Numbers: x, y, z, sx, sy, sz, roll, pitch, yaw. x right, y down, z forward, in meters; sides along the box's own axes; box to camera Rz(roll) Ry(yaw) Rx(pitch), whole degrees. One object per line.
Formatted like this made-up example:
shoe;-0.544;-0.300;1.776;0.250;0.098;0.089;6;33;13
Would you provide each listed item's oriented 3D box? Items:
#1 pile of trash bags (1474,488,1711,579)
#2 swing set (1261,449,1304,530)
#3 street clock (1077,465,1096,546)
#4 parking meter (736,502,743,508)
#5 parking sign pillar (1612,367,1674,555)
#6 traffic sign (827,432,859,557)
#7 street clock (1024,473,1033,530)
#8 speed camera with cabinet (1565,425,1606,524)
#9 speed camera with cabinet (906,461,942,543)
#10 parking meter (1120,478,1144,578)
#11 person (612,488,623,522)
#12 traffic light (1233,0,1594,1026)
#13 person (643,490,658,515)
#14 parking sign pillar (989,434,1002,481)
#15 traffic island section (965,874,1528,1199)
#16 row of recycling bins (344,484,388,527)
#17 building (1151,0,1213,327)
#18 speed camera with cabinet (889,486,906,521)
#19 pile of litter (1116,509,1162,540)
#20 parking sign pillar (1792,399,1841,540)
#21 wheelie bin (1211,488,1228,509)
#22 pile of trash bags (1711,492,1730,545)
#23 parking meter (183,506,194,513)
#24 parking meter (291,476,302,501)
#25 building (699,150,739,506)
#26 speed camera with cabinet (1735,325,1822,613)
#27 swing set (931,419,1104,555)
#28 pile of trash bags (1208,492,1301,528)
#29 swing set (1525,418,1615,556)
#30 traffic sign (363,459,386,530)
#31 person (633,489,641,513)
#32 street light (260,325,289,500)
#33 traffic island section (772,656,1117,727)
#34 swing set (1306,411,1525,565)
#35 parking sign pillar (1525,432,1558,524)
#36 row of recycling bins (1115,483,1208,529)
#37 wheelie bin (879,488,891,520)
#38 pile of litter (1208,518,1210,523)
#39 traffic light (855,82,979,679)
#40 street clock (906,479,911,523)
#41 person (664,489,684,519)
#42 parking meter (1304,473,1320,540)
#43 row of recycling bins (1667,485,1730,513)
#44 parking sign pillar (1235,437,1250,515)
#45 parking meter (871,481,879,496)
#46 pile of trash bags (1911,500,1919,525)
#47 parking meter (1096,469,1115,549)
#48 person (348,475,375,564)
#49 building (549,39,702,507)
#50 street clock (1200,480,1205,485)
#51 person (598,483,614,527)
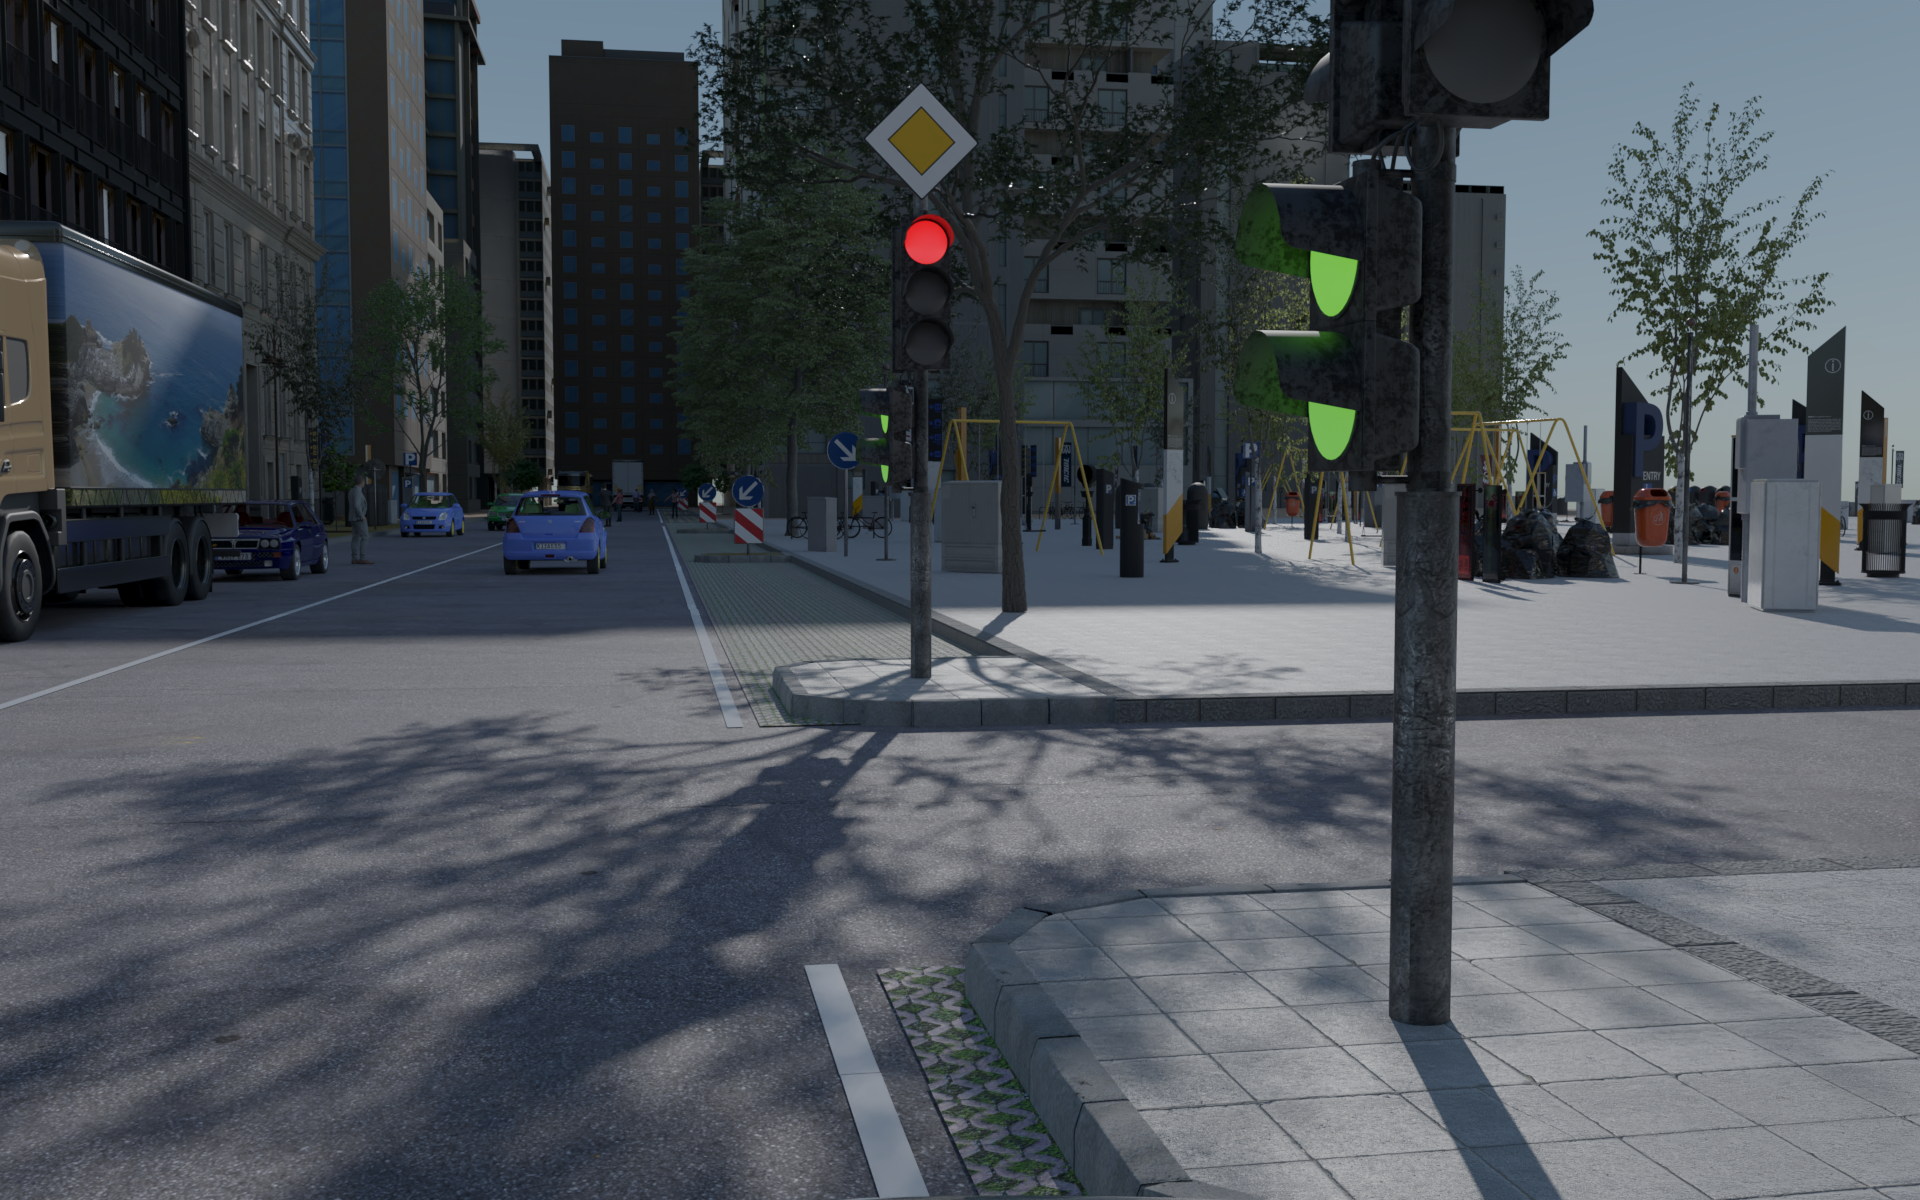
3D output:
pile of trash bags;9.596;-1.064;27.153;3.447;1.369;1.912;-1;4;-14
swing set;12.580;-3.869;60.878;3.119;2.851;2.862;-1;4;-23
street clock;3.137;-2.335;42.748;0.471;2.002;0.358;3;4;36
parking meter;-9.913;-4.441;78.326;0.399;1.863;0.255;-3;5;-41
parking sign pillar;14.540;-2.972;37.067;1.447;3.967;1.447;-3;4;-38
traffic sign;-2.343;-2.166;35.526;0.768;2.556;0.104;0;4;-7
street clock;2.362;-3.371;59.682;0.358;2.002;0.471;0;4;7
speed camera with cabinet;18.245;-3.437;50.525;0.660;3.252;2.038;3;4;37
speed camera with cabinet;-0.502;-3.170;46.171;0.660;3.252;2.038;-3;4;-37
parking meter;2.650;-1.117;26.674;0.372;1.533;0.369;0;3;0
person;-17.728;-4.922;89.696;0.721;1.743;1.217;1;4;13
traffic light;1.108;-0.930;4.131;0.839;4.253;0.868;-1;4;-10
person;-21.075;-6.658;118.094;1.217;1.736;0.721;2;4;27
parking sign pillar;1.594;-5.381;76.454;1.447;3.967;1.447;0;4;-7
traffic island section;1.149;1.103;4.252;2.009;0.180;2.903;-1;4;-10
row of recycling bins;-23.671;-3.799;69.231;1.069;1.692;3.534;0;4;-2
building;10.285;-39.425;186.604;28.212;58.520;21.231;-1;4;-10
speed camera with cabinet;-2.612;-5.359;81.963;0.660;3.252;2.038;-2;4;-33
pile of litter;5.067;-2.150;49.111;1.176;0.858;1.719;-1;4;-12
parking sign pillar;23.979;-3.680;48.634;1.447;3.967;1.447;3;5;42
wheelie bin;13.136;-4.896;87.964;0.693;1.594;0.980;3;4;37
pile of trash bags;18.088;-2.112;44.279;3.447;1.369;1.912;0;4;5
parking meter;-16.200;-1.698;36.168;0.372;1.533;0.369;0;3;0
parking meter;-21.332;-3.059;55.721;0.255;1.863;0.399;0;4;-2
building;-16.517;-30.353;188.151;23.993;40.220;32.217;-1;4;-10
speed camera with cabinet;9.269;-1.547;19.623;0.660;3.252;2.038;1;4;16
swing set;0.992;-2.396;36.798;3.119;2.851;2.862;-2;4;-27
pile of trash bags;11.121;-3.401;65.355;3.447;1.369;1.912;0;4;8
swing set;11.794;-2.405;36.940;2.862;2.851;3.119;-1;4;-18
traffic sign;-21.102;-3.813;62.449;0.768;2.556;0.104;-1;4;-10
person;-24.919;-7.670;133.769;0.709;1.838;0.599;1;4;17
street light;-18.755;-4.571;47.519;0.468;5.910;1.993;-1;4;-10
traffic island section;-0.250;0.622;12.114;2.009;0.180;2.903;-1;4;-10
swing set;8.531;-2.152;32.799;3.119;2.851;2.862;0;4;-5
parking sign pillar;25.252;-5.303;75.170;1.447;3.967;1.447;-3;5;-40
row of recycling bins;7.418;-3.466;63.779;3.534;1.692;1.069;1;4;20
wheelie bin;-3.674;-4.624;83.518;0.693;1.594;0.980;0;4;4
pile of litter;11.835;-3.891;77.590;1.719;0.858;1.176;1;4;10
traffic light;-0.291;-1.411;11.993;0.839;4.253;0.868;-1;4;-10
street clock;-2.153;-4.434;77.067;0.471;2.002;0.358;1;4;18
person;-16.628;-5.601;100.787;1.217;1.736;0.721;1;4;9
parking meter;9.948;-2.644;48.933;0.399;1.863;0.255;-1;4;-17
row of recycling bins;35.350;-4.627;82.765;1.069;1.692;3.534;-2;4;-29
parking sign pillar;13.256;-5.677;81.294;1.447;3.967;1.447;0;4;-2
parking meter;-3.928;-4.539;79.925;0.255;1.863;0.399;2;4;29
pile of trash bags;41.407;-3.883;73.247;1.912;1.369;3.447;3;4;36
parking meter;3.371;-2.111;40.225;0.399;1.863;0.255;-3;5;-40
person;-12.294;-1.639;35.398;0.391;1.810;0.635;-3;5;-43
building;-33.658;-32.123;175.327;14.200;45.320;14.600;-1;4;-10
street clock;12.609;-5.232;90.112;0.358;2.002;0.471;1;4;19
person;-15.547;-4.164;75.942;0.474;1.900;0.648;3;5;40
